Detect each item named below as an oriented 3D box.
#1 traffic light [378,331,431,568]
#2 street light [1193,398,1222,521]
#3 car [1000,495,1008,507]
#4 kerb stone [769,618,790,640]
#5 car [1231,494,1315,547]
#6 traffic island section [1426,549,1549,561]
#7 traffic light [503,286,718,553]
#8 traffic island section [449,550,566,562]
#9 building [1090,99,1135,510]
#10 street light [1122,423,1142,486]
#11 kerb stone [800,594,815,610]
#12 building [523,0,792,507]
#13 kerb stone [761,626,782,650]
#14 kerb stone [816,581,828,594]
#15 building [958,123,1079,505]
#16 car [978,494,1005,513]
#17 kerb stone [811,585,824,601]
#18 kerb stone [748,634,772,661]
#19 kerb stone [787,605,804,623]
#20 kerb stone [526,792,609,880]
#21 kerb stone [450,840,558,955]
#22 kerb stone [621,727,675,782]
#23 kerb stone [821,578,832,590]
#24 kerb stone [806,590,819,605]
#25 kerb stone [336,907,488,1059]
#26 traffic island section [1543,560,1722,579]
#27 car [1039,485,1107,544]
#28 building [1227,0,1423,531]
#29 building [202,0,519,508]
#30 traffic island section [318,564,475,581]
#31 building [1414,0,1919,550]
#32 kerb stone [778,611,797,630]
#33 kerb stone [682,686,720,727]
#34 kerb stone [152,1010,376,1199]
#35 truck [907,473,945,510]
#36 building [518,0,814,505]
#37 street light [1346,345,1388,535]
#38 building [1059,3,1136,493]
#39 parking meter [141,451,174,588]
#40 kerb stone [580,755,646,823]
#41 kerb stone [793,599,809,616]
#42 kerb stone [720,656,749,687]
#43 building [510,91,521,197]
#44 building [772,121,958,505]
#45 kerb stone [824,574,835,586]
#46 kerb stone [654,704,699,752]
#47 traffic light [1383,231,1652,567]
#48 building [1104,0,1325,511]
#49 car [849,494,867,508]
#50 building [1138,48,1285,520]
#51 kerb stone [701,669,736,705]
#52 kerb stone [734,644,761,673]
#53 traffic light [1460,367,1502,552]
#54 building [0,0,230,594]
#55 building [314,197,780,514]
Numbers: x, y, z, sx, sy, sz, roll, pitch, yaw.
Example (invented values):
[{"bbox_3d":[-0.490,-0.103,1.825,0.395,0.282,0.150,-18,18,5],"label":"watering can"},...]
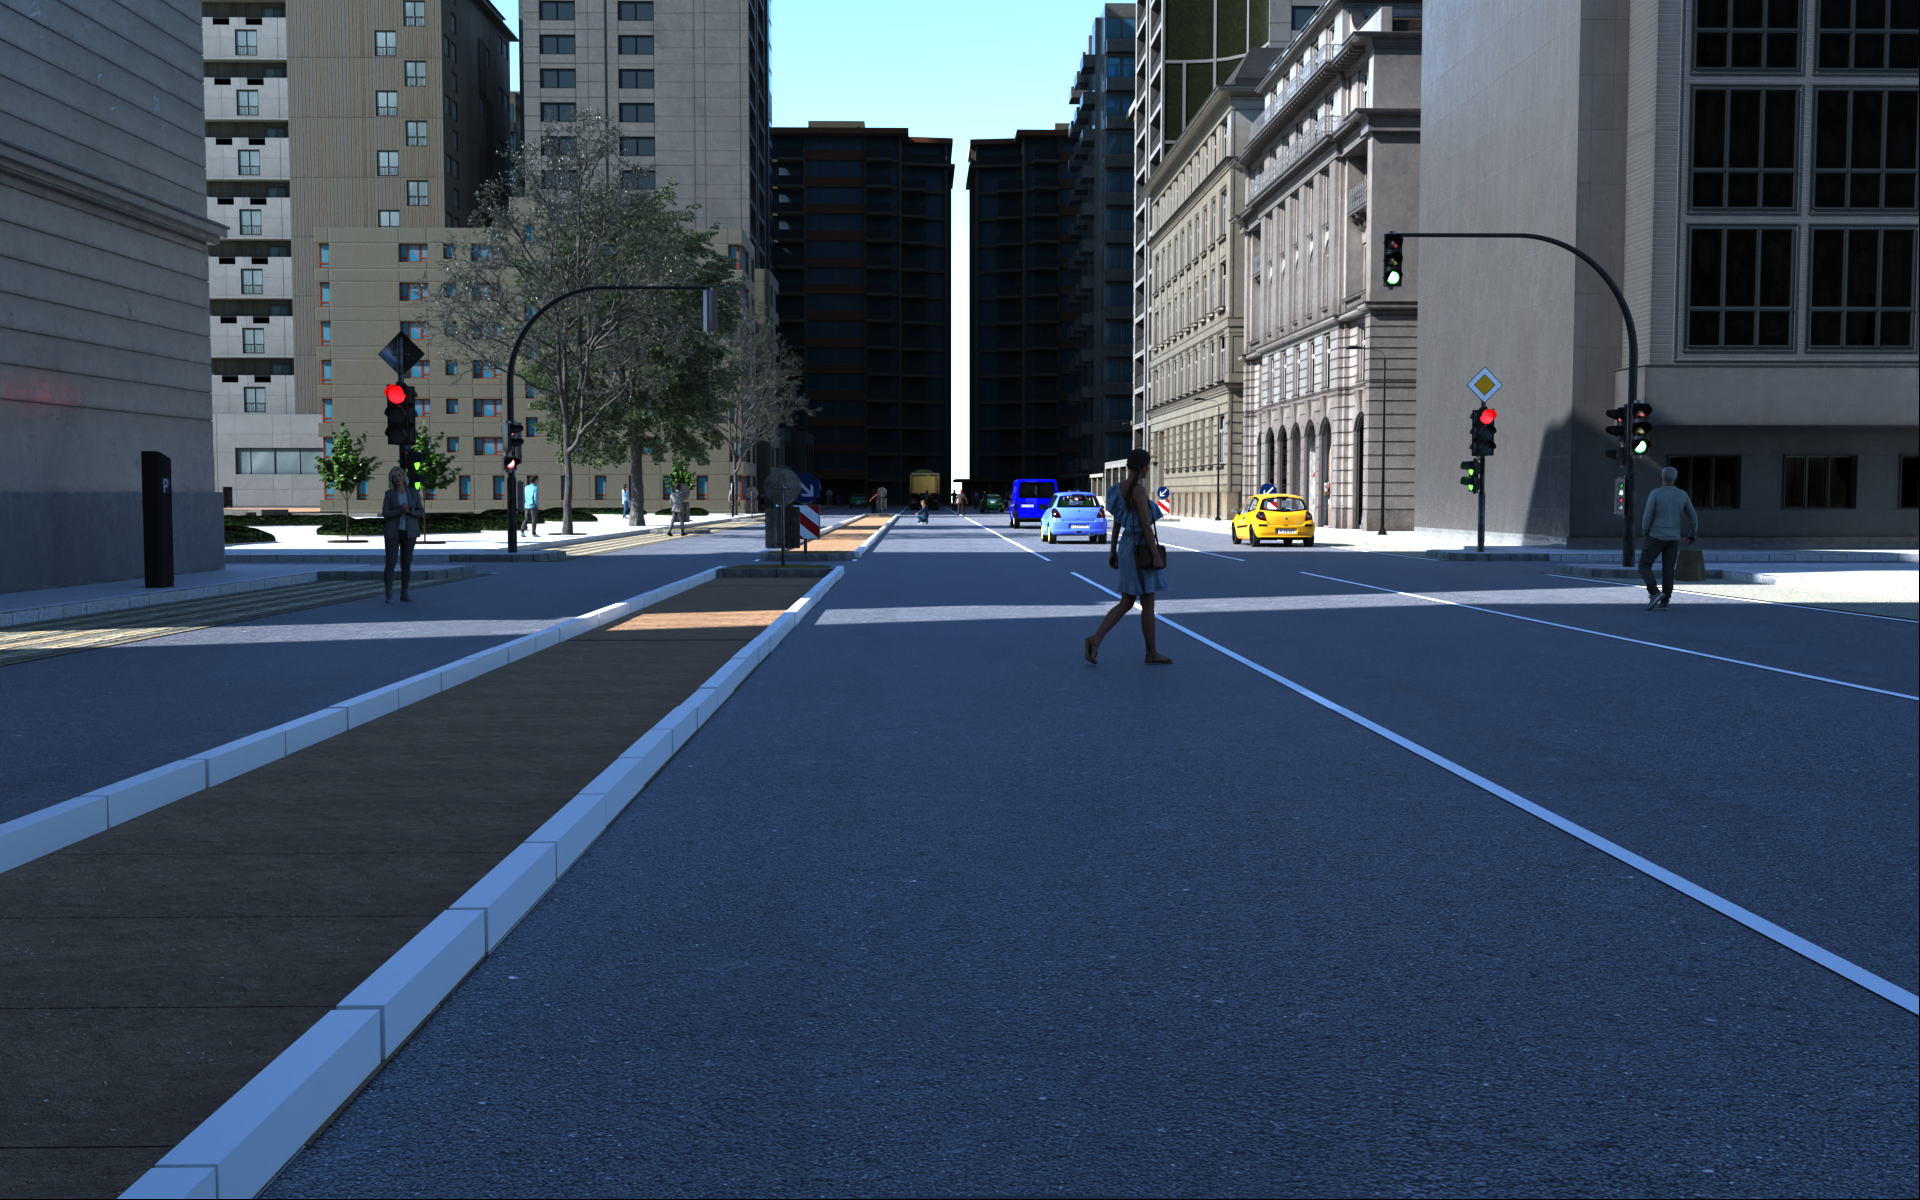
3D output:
[{"bbox_3d":[-9.607,-2.506,29.890,0.839,4.253,0.868,0,4,-1],"label":"traffic light"},{"bbox_3d":[11.939,-6.794,83.622,1.470,5.913,1.316,0,4,-1],"label":"street light"},{"bbox_3d":[4.132,-9.476,167.505,1.945,1.354,3.894,0,4,-1],"label":"car"},{"bbox_3d":[-1.807,0.310,17.119,0.120,0.150,1.000,0,4,-1],"label":"kerb stone"},{"bbox_3d":[8.702,-2.336,48.413,2.015,1.641,3.980,0,4,-2],"label":"car"},{"bbox_3d":[11.600,-0.992,38.504,2.009,0.180,2.903,0,4,-1],"label":"traffic island section"},{"bbox_3d":[-7.706,-3.871,37.957,4.771,5.953,1.251,0,4,-1],"label":"traffic light"},{"bbox_3d":[-9.835,-0.962,38.007,2.009,0.180,2.903,0,4,-1],"label":"traffic island section"},{"bbox_3d":[27.677,-27.818,146.701,32.217,40.220,23.993,0,4,-1],"label":"building"},{"bbox_3d":[11.301,-8.608,113.285,1.470,5.913,1.316,0,4,-1],"label":"street light"},{"bbox_3d":[-1.903,0.062,21.211,0.120,0.150,1.000,0,4,-1],"label":"kerb stone"},{"bbox_3d":[-25.421,-43.583,150.832,20.563,71.187,20.611,0,4,-1],"label":"building"},{"bbox_3d":[-1.778,0.374,16.098,0.120,0.150,1.000,0,4,-1],"label":"kerb stone"},{"bbox_3d":[-1.976,-0.128,24.286,0.120,0.150,1.000,0,4,-1],"label":"kerb stone"},{"bbox_3d":[13.668,-33.813,207.466,28.867,44.769,22.147,0,4,-1],"label":"building"},{"bbox_3d":[2.485,-7.529,134.897,2.131,1.459,4.920,0,4,-1],"label":"car"},{"bbox_3d":[-1.948,-0.065,23.263,0.120,0.150,1.000,0,4,-1],"label":"kerb stone"},{"bbox_3d":[-1.760,0.435,15.076,0.120,0.150,1.000,0,4,-1],"label":"kerb stone"},{"bbox_3d":[-1.850,0.185,19.163,0.120,0.150,1.000,0,4,-1],"label":"kerb stone"},{"bbox_3d":[-1.561,0.936,6.898,0.120,0.150,1.000,0,4,-1],"label":"kerb stone"},{"bbox_3d":[-1.537,0.998,5.875,0.120,0.150,1.000,0,4,-1],"label":"kerb stone"},{"bbox_3d":[-1.617,0.811,8.941,0.120,0.150,1.000,0,4,-1],"label":"kerb stone"},{"bbox_3d":[-1.998,-0.191,25.313,0.120,0.150,1.000,0,4,-1],"label":"kerb stone"},{"bbox_3d":[-1.928,0.003,22.232,0.120,0.150,1.000,0,4,-1],"label":"kerb stone"},{"bbox_3d":[-1.518,1.062,4.853,0.120,0.150,1.000,0,4,-1],"label":"kerb stone"},{"bbox_3d":[11.788,-0.504,30.521,2.009,0.180,2.903,0,4,-1],"label":"traffic island section"},{"bbox_3d":[3.332,-2.540,51.117,1.945,1.707,3.694,0,4,-2],"label":"car"},{"bbox_3d":[19.569,-13.987,70.484,13.314,21.916,24.055,0,4,-1],"label":"building"},{"bbox_3d":[-60.644,-35.664,172.344,27.495,52.752,28.713,0,4,-1],"label":"building"},{"bbox_3d":[-9.647,-0.474,30.024,2.009,0.180,2.903,0,4,-1],"label":"traffic island section"},{"bbox_3d":[28.767,-13.810,44.860,30.058,24.678,14.314,0,4,-1],"label":"building"},{"bbox_3d":[-1.831,0.248,18.141,0.120,0.150,1.000,0,4,-1],"label":"kerb stone"},{"bbox_3d":[-1.659,0.693,10.986,0.120,0.150,1.000,0,4,-1],"label":"kerb stone"},{"bbox_3d":[-1.498,1.129,3.831,0.120,0.150,1.000,0,4,-1],"label":"kerb stone"},{"bbox_3d":[-3.142,-9.845,156.892,3.469,3.379,9.791,0,4,0],"label":"truck"},{"bbox_3d":[-31.271,-52.791,175.802,31.000,86.520,22.319,0,4,-1],"label":"building"},{"bbox_3d":[12.744,-5.000,54.289,1.470,5.913,1.316,0,4,-1],"label":"street light"},{"bbox_3d":[22.593,-33.901,173.896,23.786,49.044,30.456,0,4,-1],"label":"building"},{"bbox_3d":[-11.019,-1.106,23.795,0.255,1.863,0.399,0,4,0],"label":"parking meter"},{"bbox_3d":[-1.588,0.873,7.920,0.120,0.150,1.000,0,4,-1],"label":"kerb stone"},{"bbox_3d":[-1.878,0.123,20.184,0.120,0.150,1.000,0,4,-1],"label":"kerb stone"},{"bbox_3d":[-1.716,0.564,13.033,0.120,0.150,1.000,0,4,-1],"label":"kerb stone"},{"bbox_3d":[-45.498,-35.867,206.034,30.456,49.044,23.786,0,4,-1],"label":"building"},{"bbox_3d":[-15.177,-33.734,206.183,28.867,44.769,22.147,0,4,-1],"label":"building"},{"bbox_3d":[-2.027,-0.252,26.335,0.120,0.150,1.000,0,4,-1],"label":"kerb stone"},{"bbox_3d":[-1.639,0.748,9.963,0.120,0.150,1.000,0,4,-1],"label":"kerb stone"},{"bbox_3d":[9.659,-3.397,30.216,4.771,5.953,1.251,0,4,-1],"label":"traffic light"},{"bbox_3d":[21.712,-41.874,122.890,20.563,71.187,20.611,0,4,-1],"label":"building"},{"bbox_3d":[-10.419,-10.323,177.574,1.959,1.807,4.718,0,4,-3],"label":"car"},{"bbox_3d":[19.921,-16.190,97.991,16.112,22.955,30.059,0,4,-1],"label":"building"},{"bbox_3d":[-1.683,0.624,12.008,0.120,0.150,1.000,0,4,-1],"label":"kerb stone"},{"bbox_3d":[-1.743,0.498,14.054,0.120,0.150,1.000,0,4,-1],"label":"kerb stone"},{"bbox_3d":[11.560,-3.026,38.389,0.839,4.253,0.868,0,4,-1],"label":"traffic light"},{"bbox_3d":[-23.441,-14.352,22.053,23.554,28.519,14.401,0,4,-1],"label":"building"},{"bbox_3d":[-28.305,-17.259,127.217,27.650,21.520,28.899,0,4,-1],"label":"building"}]
